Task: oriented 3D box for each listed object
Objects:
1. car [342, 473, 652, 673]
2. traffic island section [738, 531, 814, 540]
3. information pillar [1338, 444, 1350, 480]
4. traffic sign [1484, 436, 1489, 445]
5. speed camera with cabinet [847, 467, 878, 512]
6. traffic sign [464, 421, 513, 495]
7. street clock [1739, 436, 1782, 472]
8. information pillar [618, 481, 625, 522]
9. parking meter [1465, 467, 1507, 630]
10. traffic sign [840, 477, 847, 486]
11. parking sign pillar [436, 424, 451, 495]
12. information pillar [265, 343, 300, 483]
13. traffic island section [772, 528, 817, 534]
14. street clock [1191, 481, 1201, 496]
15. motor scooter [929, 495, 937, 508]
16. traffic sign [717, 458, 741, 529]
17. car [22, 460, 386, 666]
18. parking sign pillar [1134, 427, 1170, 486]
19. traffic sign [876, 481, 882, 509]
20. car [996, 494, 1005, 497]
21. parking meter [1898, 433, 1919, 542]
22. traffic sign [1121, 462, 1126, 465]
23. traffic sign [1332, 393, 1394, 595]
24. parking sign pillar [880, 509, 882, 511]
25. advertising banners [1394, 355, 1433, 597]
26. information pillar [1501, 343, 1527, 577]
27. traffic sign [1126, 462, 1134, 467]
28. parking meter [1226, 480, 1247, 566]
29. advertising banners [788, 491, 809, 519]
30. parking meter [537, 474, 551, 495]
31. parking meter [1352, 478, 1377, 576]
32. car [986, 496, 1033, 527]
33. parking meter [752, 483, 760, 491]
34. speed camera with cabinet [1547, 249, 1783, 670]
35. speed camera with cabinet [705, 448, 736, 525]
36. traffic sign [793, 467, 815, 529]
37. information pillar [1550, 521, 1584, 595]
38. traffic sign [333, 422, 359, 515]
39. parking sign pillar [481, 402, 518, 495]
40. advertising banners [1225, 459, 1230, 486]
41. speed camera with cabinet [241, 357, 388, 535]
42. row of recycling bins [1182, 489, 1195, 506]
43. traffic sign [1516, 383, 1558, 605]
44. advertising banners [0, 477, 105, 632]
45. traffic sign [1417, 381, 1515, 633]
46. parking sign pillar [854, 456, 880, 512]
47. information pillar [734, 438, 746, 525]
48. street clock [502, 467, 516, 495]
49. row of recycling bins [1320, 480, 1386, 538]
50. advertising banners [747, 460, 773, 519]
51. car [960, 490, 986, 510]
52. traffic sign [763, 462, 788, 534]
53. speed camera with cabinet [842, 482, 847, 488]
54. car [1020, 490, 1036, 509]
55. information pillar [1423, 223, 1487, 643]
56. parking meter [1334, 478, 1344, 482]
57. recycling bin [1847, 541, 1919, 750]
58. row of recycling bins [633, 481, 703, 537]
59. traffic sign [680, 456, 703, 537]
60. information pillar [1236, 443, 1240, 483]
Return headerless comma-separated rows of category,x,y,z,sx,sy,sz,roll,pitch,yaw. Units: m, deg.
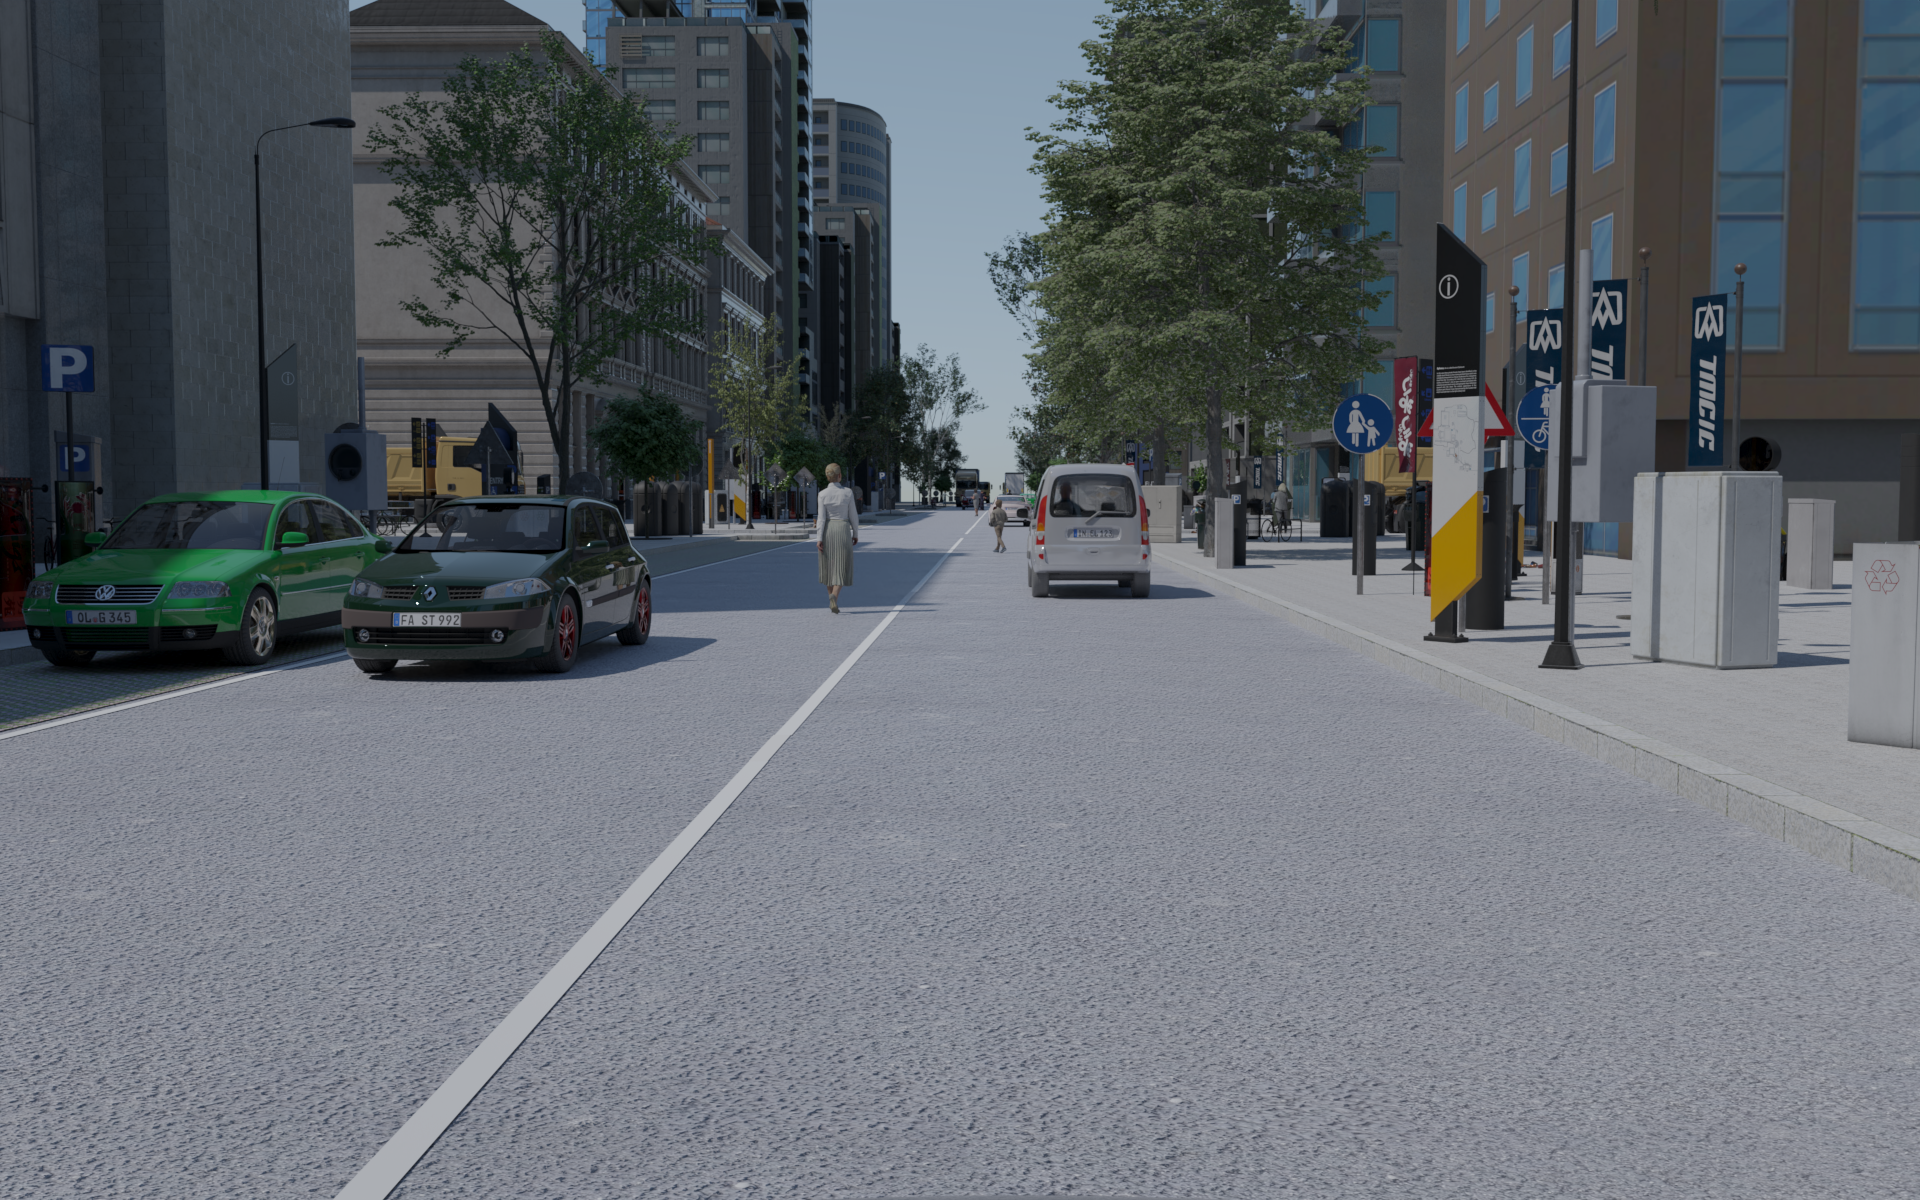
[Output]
car,-3.919,-0.328,15.148,2.009,1.686,4.222,0,4,3
traffic island section,-5.893,-2.011,55.161,2.009,0.180,2.903,0,4,1
information pillar,15.131,-4.702,68.224,0.504,3.616,0.183,-1,4,-19
traffic sign,6.684,-1.411,23.178,0.768,2.556,0.104,0,4,6
speed camera with cabinet,-6.978,-8.031,125.643,2.038,3.252,0.660,-1,4,-14
traffic sign,-8.365,-1.879,30.732,0.884,2.594,0.081,0,4,3
street clock,10.011,-1.051,21.753,0.358,2.002,0.471,-3,5,-40
information pillar,-15.512,-4.582,79.409,0.304,2.012,0.304,0,4,-6
parking meter,4.986,-0.491,16.442,0.372,1.533,0.369,0,3,0
traffic sign,-7.051,-6.265,102.535,0.768,2.556,0.104,0,4,5
parking sign pillar,-19.648,-4.725,65.718,1.447,3.967,1.447,-3,5,-42
information pillar,-10.467,-2.169,26.822,0.183,3.616,0.504,3,5,44
traffic island section,-5.696,-2.499,63.143,2.009,0.180,2.903,0,4,1
street clock,12.758,-5.449,93.659,0.471,2.002,0.358,-1,4,-12
motor scooter,-2.718,-9.962,175.650,0.815,1.314,1.986,0,4,3
traffic sign,-8.386,-3.842,62.827,0.884,2.594,0.081,0,4,5
car,-6.666,-0.427,15.782,1.959,1.807,4.718,0,4,0
parking sign pillar,7.338,-4.763,66.340,1.447,3.967,1.447,2,4,26
traffic sign,-6.273,-7.998,132.898,0.606,2.300,0.079,0,4,6
car,6.637,-15.626,267.288,2.131,1.459,4.920,0,4,3
parking meter,9.342,-0.677,16.785,0.399,1.863,0.255,0,4,-2
traffic sign,5.171,-3.129,54.807,0.795,2.450,0.064,0,4,1
traffic sign,5.096,-1.339,21.991,0.768,2.556,0.104,0,4,3
parking sign pillar,-6.497,-8.547,128.210,1.447,3.967,1.447,0,4,-7
advertising banners,5.928,-1.542,21.407,0.090,3.025,2.074,-1,4,-19
information pillar,8.579,-2.170,26.827,0.504,3.616,0.183,-2,4,-32
traffic sign,6.904,-4.248,69.565,0.768,2.556,0.104,0,4,7
parking meter,4.940,-1.382,31.001,0.372,1.533,0.369,0,3,0
advertising banners,-8.532,-5.634,88.310,0.090,3.025,2.074,3,5,44
parking meter,-12.104,-2.733,50.400,0.255,1.863,0.399,1,4,21
parking meter,6.381,-1.156,27.316,0.372,1.533,0.369,0,3,0
car,2.226,-3.973,77.313,2.083,1.381,4.827,0,4,0
parking meter,-10.472,-5.081,88.787,0.399,1.863,0.255,3,5,44
speed camera with cabinet,5.464,-1.174,13.529,0.660,3.252,2.038,-1,4,-18
speed camera with cabinet,-9.983,-4.849,73.614,0.660,3.252,2.038,2,4,31
traffic sign,-5.672,-3.635,63.081,0.795,2.450,0.064,0,4,1
information pillar,7.722,-1.071,21.998,0.304,2.012,0.304,3,5,45
traffic sign,-10.825,-1.878,30.806,0.768,2.556,0.104,0,4,3
parking sign pillar,-13.436,-3.795,50.526,1.447,3.967,1.447,3,5,43
advertising banners,13.669,-5.505,86.201,0.090,3.025,2.074,3,4,36
speed camera with cabinet,-9.355,-1.879,25.055,2.038,3.252,0.660,1,4,13
row of recycling bins,15.353,-7.165,124.255,3.534,1.692,1.069,-1,4,-15
traffic sign,6.809,-1.220,20.060,0.768,2.556,0.104,0,4,7
advertising banners,-8.872,-1.225,16.212,0.090,3.025,2.074,1,4,19
traffic sign,4.656,-0.978,15.995,0.884,2.594,0.081,0,4,5
parking sign pillar,-6.874,-8.193,122.431,1.447,3.967,1.447,3,5,42
information pillar,-9.194,-4.955,72.374,0.504,3.616,0.183,0,4,-6
street clock,-12.138,-2.574,46.650,0.358,2.002,0.471,0,4,-5
row of recycling bins,11.952,-2.771,52.425,1.069,1.692,3.534,3,4,37
advertising banners,-10.308,-5.613,87.955,2.074,3.025,0.090,1,4,22
car,1.184,-9.158,158.401,2.281,1.827,5.304,0,3,0
traffic sign,-5.869,-3.147,55.098,0.795,2.450,0.064,0,4,1
speed camera with cabinet,-8.208,-8.211,128.579,0.660,3.252,2.038,2,4,24
car,5.584,-8.201,142.883,1.959,1.807,4.718,0,4,3
information pillar,4.273,-1.439,14.883,0.183,3.616,0.504,-3,4,-36
parking meter,14.050,-3.571,64.093,0.399,1.863,0.255,-2,4,-25
recycling bin,5.090,0.224,8.885,0.722,1.027,0.722,-2,4,-35
row of recycling bins,-9.014,-2.862,53.908,1.069,1.692,3.534,1,4,19
traffic sign,-7.994,-3.136,51.385,0.768,2.556,0.104,0,4,5
information pillar,12.689,-5.370,79.150,0.183,3.616,0.504,0,4,-5
